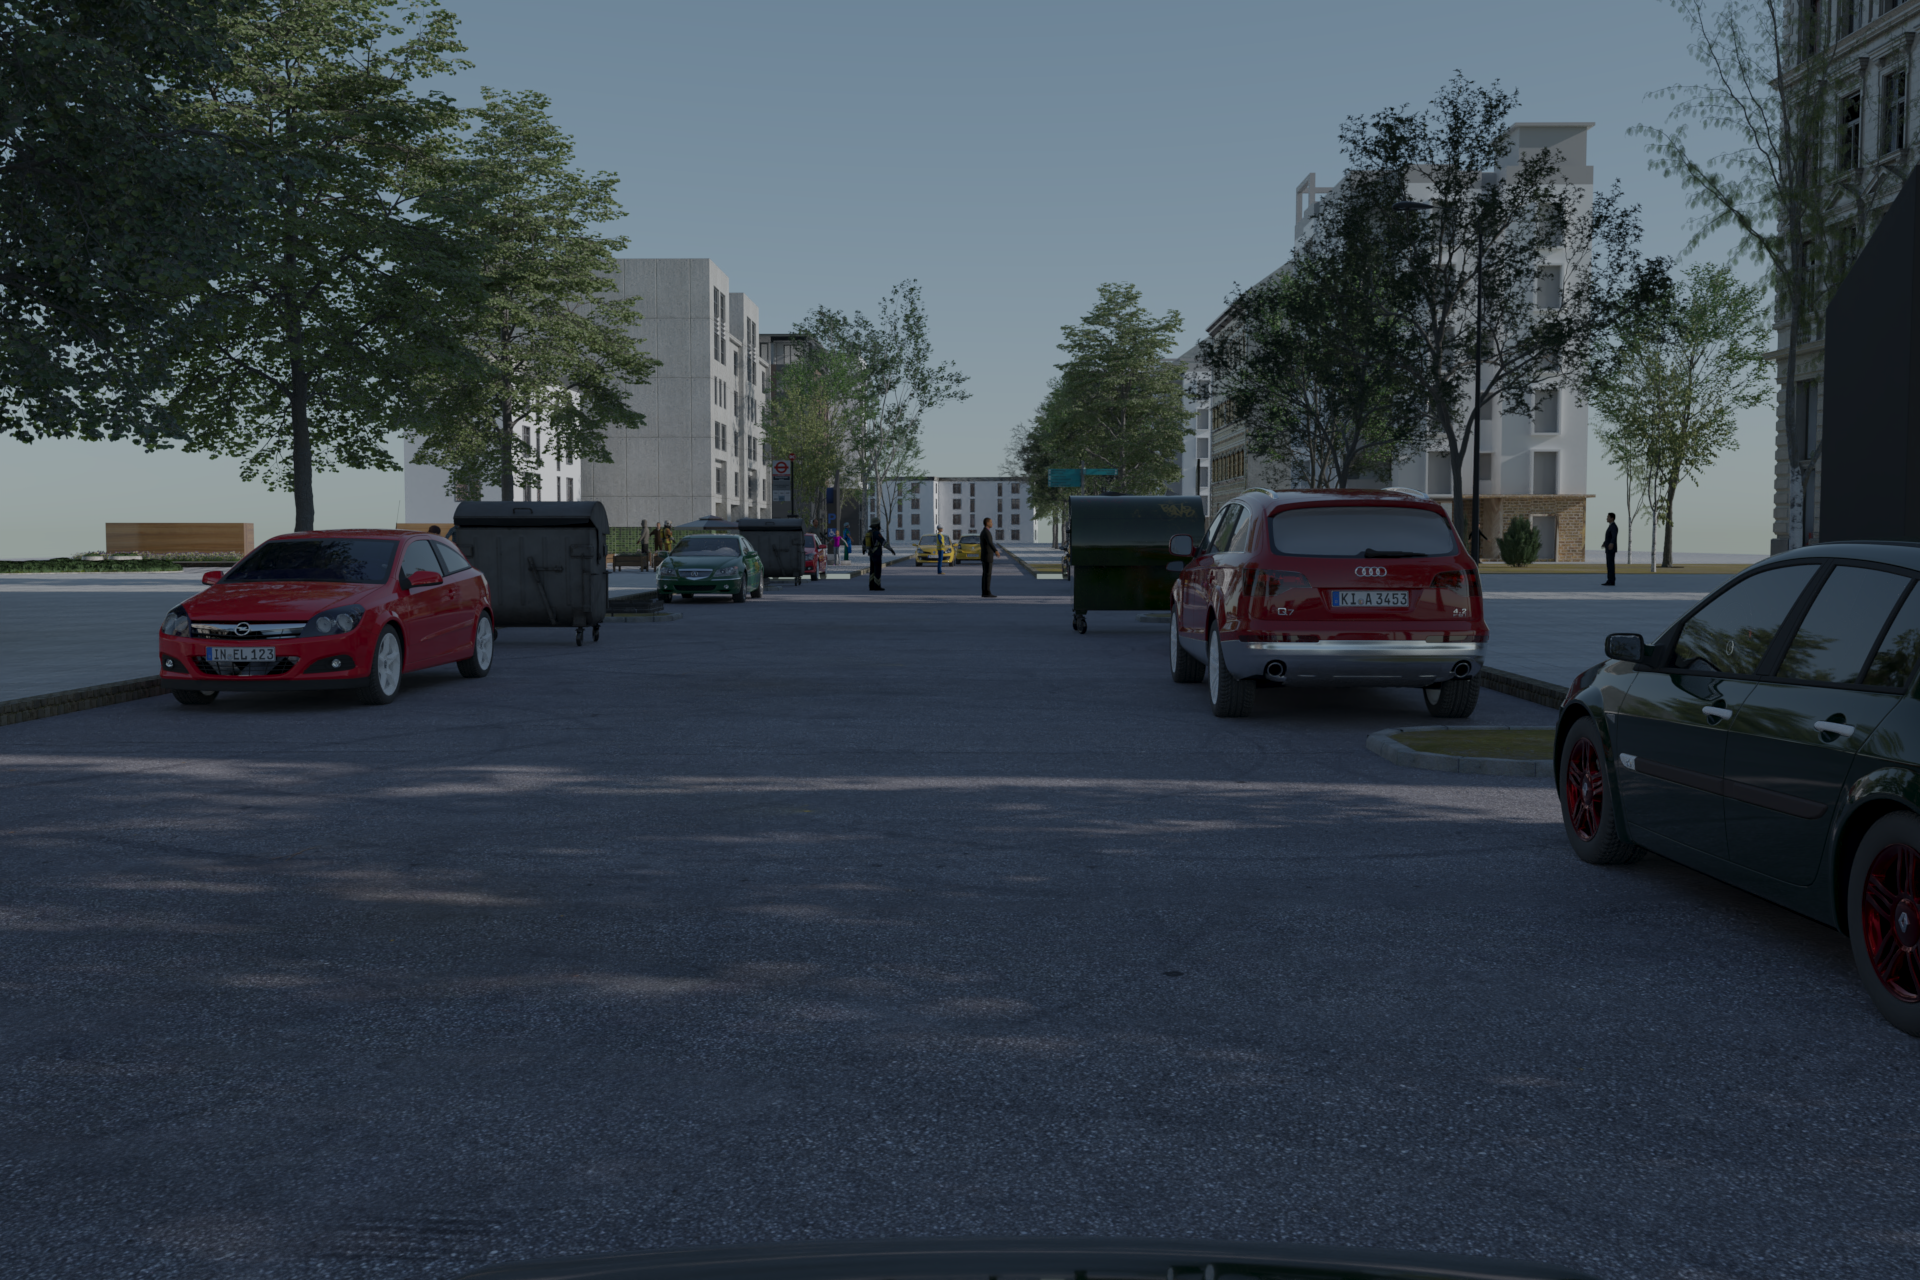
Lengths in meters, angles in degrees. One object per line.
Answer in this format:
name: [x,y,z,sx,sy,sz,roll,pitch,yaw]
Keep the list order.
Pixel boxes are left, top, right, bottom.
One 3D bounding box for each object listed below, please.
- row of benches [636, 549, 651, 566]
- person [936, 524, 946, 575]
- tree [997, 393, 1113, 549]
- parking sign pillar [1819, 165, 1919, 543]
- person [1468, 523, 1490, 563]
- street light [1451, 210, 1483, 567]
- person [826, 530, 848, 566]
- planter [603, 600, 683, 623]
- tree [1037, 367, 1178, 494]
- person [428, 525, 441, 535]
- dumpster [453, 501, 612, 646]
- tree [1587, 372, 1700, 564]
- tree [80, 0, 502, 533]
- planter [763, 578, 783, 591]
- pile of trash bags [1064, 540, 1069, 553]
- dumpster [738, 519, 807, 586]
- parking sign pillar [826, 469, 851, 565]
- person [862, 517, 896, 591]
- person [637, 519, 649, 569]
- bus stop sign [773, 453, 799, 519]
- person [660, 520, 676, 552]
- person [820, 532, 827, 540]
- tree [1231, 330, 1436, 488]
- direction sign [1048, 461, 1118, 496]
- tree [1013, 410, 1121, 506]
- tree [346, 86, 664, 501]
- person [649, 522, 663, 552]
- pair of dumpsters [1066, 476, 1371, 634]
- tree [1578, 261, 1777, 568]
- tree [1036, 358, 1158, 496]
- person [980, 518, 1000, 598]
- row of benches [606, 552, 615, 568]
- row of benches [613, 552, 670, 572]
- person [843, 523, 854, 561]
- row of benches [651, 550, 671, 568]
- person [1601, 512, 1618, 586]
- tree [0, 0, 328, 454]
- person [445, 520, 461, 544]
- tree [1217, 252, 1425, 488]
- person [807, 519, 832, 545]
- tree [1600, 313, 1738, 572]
row of benches: [-13.016,-3.413,71.258,1.422,0.672,4.104,-1,4,-10]
person: [-0.621,-3.214,61.462,0.721,1.772,1.216,0,4,-2]
tree: [8.221,-14.408,145.946,12.009,13.543,11.850,0,3,0]
parking sign pillar: [7.179,-1.524,13.384,1.447,3.967,1.447,0,4,0]
person: [22.594,-4.247,75.632,0.705,1.806,1.347,-2,4,-24]
street light: [7.807,-3.166,24.310,1.470,5.913,1.316,0,4,1]
person: [-5.000,-3.725,70.167,0.991,1.433,0.599,1,4,16]
planter: [-5.724,-0.483,29.036,1.991,0.319,1.994,0,4,1]
tree: [7.584,-9.412,88.306,7.601,10.594,8.767,-1,4,-13]
person: [-8.831,-1.174,28.464,0.421,1.427,0.697,3,4,36]
dumpster: [-5.560,-0.876,22.544,1.865,1.857,1.264,0,4,1]
tree: [28.449,-7.555,73.883,4.360,8.622,3.978,0,3,0]
tree: [-11.901,-6.892,30.813,7.486,12.596,7.792,0,3,0]
planter: [-5.577,-1.415,44.273,1.991,0.319,1.994,0,4,1]
pile of trash bags: [5.176,-3.737,70.851,1.912,1.369,3.447,0,4,1]
dumpster: [-5.217,-2.440,48.111,1.865,1.857,1.264,0,4,1]
parking sign pillar: [-5.237,-5.088,71.664,1.447,3.967,1.447,0,4,1]
person: [-2.115,-2.177,43.836,0.705,1.856,1.354,-3,4,-38]
person: [-11.465,-3.468,62.834,0.705,1.813,1.348,0,4,3]
bus stop sign: [-5.748,-4.189,57.190,0.855,3.939,0.416,0,4,0]
person: [-11.685,-3.891,69.391,0.705,1.858,1.354,-2,4,-26]
person: [-6.770,-5.149,90.908,1.216,1.740,0.721,-1,4,-10]
tree: [16.080,-8.554,74.274,8.767,10.594,7.601,0,4,-1]
direction sign: [4.477,-4.517,62.608,2.525,3.948,1.411,0,4,0]
tree: [8.160,-11.340,119.818,8.767,10.594,7.601,-1,4,-18]
tree: [-11.507,-7.711,44.199,7.486,12.596,7.792,0,3,0]
person: [-13.467,-4.356,77.350,1.346,1.812,0.704,0,4,-1]
pair of dumpsters: [3.761,-1.240,25.229,4.436,2.255,1.574,0,4,1]
tree: [27.146,-8.560,65.708,9.928,11.665,9.643,0,3,0]
tree: [8.085,-10.796,102.266,9.928,11.665,9.643,0,3,0]
person: [0.641,-1.862,39.123,0.704,1.802,1.346,-1,4,-12]
row of benches: [-13.698,-2.989,64.326,1.422,0.672,4.104,0,4,7]
row of benches: [-9.899,-2.658,58.921,4.104,0.672,1.422,0,4,8]
person: [-5.203,-4.525,80.112,0.704,1.817,1.347,-1,4,-20]
row of benches: [-9.881,-3.104,66.220,4.104,0.672,1.422,-1,4,-21]
person: [16.149,-2.263,43.050,0.704,1.823,1.345,1,4,12]
tree: [-12.120,-6.900,19.478,9.857,13.997,8.962,0,3,0]
person: [-15.777,-2.976,54.494,0.704,1.849,1.345,2,4,30]
tree: [13.104,-8.423,63.474,9.928,11.665,9.643,0,3,0]
person: [-5.004,-3.290,60.064,0.705,1.796,1.348,3,5,45]
tree: [23.658,-6.596,58.200,4.737,8.622,4.395,0,3,0]
